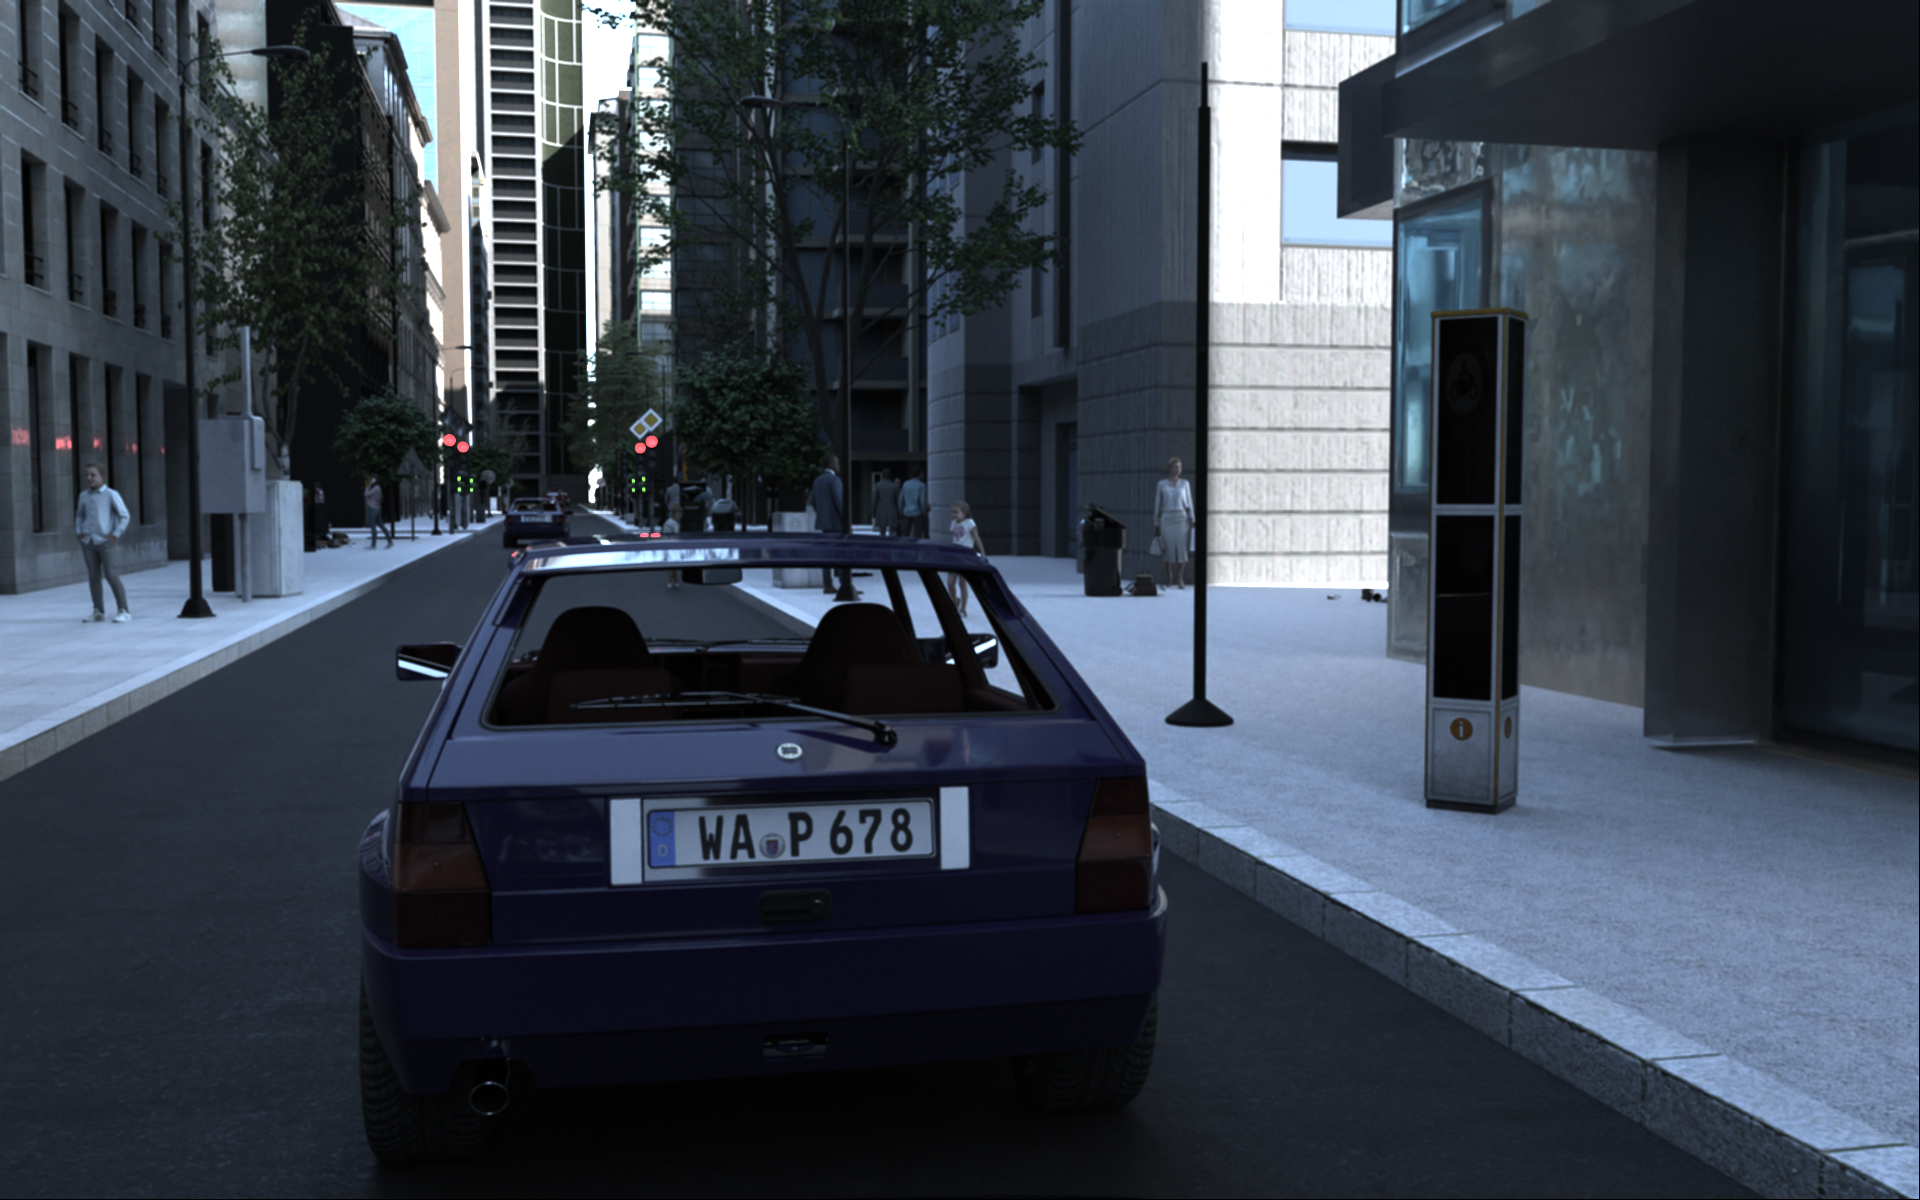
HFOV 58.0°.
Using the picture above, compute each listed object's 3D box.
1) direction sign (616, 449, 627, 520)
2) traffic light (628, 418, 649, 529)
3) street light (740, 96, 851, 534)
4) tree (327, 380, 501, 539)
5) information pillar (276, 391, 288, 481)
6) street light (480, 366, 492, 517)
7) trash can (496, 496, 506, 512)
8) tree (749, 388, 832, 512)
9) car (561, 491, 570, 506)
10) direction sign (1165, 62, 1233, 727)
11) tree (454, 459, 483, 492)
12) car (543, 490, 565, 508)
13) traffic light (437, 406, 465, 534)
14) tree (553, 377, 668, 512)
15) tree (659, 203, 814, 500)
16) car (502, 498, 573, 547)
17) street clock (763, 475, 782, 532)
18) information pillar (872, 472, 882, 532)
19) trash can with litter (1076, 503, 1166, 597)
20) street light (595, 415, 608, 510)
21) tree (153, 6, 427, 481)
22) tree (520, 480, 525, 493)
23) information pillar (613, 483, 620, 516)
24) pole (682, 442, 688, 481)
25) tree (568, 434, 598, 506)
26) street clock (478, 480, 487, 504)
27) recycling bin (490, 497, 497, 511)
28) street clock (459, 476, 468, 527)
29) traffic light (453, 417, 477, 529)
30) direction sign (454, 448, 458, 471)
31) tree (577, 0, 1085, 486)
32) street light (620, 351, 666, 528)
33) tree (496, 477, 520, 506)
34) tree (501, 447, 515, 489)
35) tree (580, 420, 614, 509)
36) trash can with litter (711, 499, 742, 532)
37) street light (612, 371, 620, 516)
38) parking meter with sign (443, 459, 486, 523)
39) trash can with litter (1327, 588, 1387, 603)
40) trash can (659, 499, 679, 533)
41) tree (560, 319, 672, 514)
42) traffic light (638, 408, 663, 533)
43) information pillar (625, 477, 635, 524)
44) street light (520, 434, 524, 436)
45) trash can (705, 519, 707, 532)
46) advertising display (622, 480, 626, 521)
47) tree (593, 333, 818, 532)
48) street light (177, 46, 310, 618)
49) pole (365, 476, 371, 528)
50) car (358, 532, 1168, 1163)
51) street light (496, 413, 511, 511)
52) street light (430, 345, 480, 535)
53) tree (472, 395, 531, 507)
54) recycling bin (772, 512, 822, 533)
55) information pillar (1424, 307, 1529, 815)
[{"bbox_3d":[-17.003,-5.812,87.018,0.379,3.537,0.876,2,4,24],"label":"direction sign"},{"bbox_3d":[-11.889,-4.610,64.287,0.839,4.253,0.868,-1,4,-13],"label":"traffic light"},{"bbox_3d":[-1.884,-2.934,20.509,1.470,5.913,1.316,-1,4,-13],"label":"street light"},{"bbox_3d":[-16.490,-4.053,49.983,4.285,4.588,4.351,0,3,0],"label":"tree"},{"bbox_3d":[-15.179,-2.906,38.862,0.183,3.616,0.504,-3,5,-42],"label":"information pillar"},{"bbox_3d":[-17.839,-5.520,62.785,1.470,5.913,1.316,-1,4,-13],"label":"street light"},{"bbox_3d":[-32.779,-6.858,123.775,0.748,1.137,0.748,0,3,0],"label":"trash can"},{"bbox_3d":[-2.765,-2.270,31.719,1.663,3.219,1.824,0,3,0],"label":"tree"},{"bbox_3d":[-48.332,-12.288,209.578,2.281,1.827,5.304,-1,4,-14],"label":"car"},{"bbox_3d":[1.342,-1.077,9.606,0.379,3.537,0.876,1,4,8],"label":"direction sign"},{"bbox_3d":[-24.101,-5.436,83.480,1.663,3.219,1.824,0,3,0],"label":"tree"},{"bbox_3d":[-41.484,-10.290,176.912,2.281,1.827,5.304,-1,4,-12],"label":"car"},{"bbox_3d":[-16.180,-4.047,55.083,0.839,4.253,0.868,-1,4,-13],"label":"traffic light"},{"bbox_3d":[-24.816,-11.534,122.987,8.767,10.594,7.601,0,4,-3],"label":"tree"},{"bbox_3d":[-5.841,-5.757,44.488,4.360,8.622,3.978,0,3,0],"label":"tree"},{"bbox_3d":[-11.715,-2.166,47.999,1.945,1.354,3.894,-1,4,-12],"label":"car"},{"bbox_3d":[-4.206,-2.100,38.911,0.471,2.002,0.358,3,5,40],"label":"street clock"},{"bbox_3d":[-2.827,-3.334,58.996,0.304,2.012,0.304,-1,4,-9],"label":"information pillar"},{"bbox_3d":[2.031,-0.642,21.885,1.055,1.170,0.624,0,4,-7],"label":"trash can with litter"},{"bbox_3d":[-20.656,-7.884,101.439,1.470,5.913,1.316,-1,4,-13],"label":"street light"},{"bbox_3d":[-10.499,-4.684,26.946,4.737,8.622,4.395,0,3,0],"label":"tree"},{"bbox_3d":[-49.131,-11.945,189.897,1.663,3.219,1.824,0,3,0],"label":"tree"},{"bbox_3d":[-20.469,-6.035,103.166,0.304,2.012,0.304,1,4,9],"label":"information pillar"},{"bbox_3d":[-9.179,-3.913,57.828,0.158,3.312,0.155,0,3,0],"label":"pole"},{"bbox_3d":[-39.589,-14.313,184.374,4.737,8.622,4.395,0,3,0],"label":"tree"},{"bbox_3d":[-24.062,-5.057,87.251,0.471,2.002,0.358,-1,4,-17],"label":"street clock"},{"bbox_3d":[-35.755,-7.383,133.258,0.722,1.027,0.722,1,4,15],"label":"recycling bin"},{"bbox_3d":[-19.506,-3.885,68.095,0.471,2.002,0.358,0,4,6],"label":"street clock"},{"bbox_3d":[-17.985,-4.522,62.862,0.839,4.253,0.868,-1,4,-13],"label":"traffic light"},{"bbox_3d":[-25.025,-5.756,86.102,0.876,3.537,0.379,3,5,43],"label":"direction sign"},{"bbox_3d":[-1.962,-6.165,26.550,9.928,11.665,9.643,0,3,0],"label":"tree"},{"bbox_3d":[-10.186,-5.133,56.473,1.470,5.913,1.316,-1,4,-13],"label":"street light"},{"bbox_3d":[-37.830,-9.076,142.985,1.663,3.219,1.824,0,3,0],"label":"tree"},{"bbox_3d":[-26.275,-6.832,95.423,4.285,4.588,4.351,0,3,0],"label":"tree"},{"bbox_3d":[-34.762,-13.144,165.267,4.360,8.622,3.978,0,3,0],"label":"tree"},{"bbox_3d":[-5.349,-1.693,39.065,0.624,1.170,1.055,1,4,9],"label":"trash can with litter"},{"bbox_3d":[-12.411,-5.708,65.864,1.470,5.913,1.316,-1,4,-13],"label":"street light"},{"bbox_3d":[-21.992,-4.933,76.923,1.738,3.016,0.543,0,4,2],"label":"parking meter with sign"},{"bbox_3d":[5.459,-0.582,20.573,1.678,1.210,2.233,-3,5,-45],"label":"trash can with litter"},{"bbox_3d":[-8.386,-2.368,50.369,0.748,1.137,0.748,0,3,0],"label":"trash can"},{"bbox_3d":[-22.167,-11.932,113.209,7.486,12.596,7.792,0,3,0],"label":"tree"},{"bbox_3d":[-10.084,-4.134,56.508,0.839,4.253,0.868,-1,4,-13],"label":"traffic light"},{"bbox_3d":[-13.999,-4.217,73.444,0.304,2.012,0.304,-2,4,-28],"label":"information pillar"},{"bbox_3d":[-34.455,-9.908,134.540,1.470,5.913,1.316,-1,4,-13],"label":"street light"},{"bbox_3d":[-8.099,-2.548,53.314,0.748,1.137,0.748,0,3,0],"label":"trash can"},{"bbox_3d":[-15.513,-4.679,81.715,0.123,1.923,0.974,3,5,43],"label":"advertising display"},{"bbox_3d":[-4.499,-3.167,35.502,4.285,4.588,4.351,0,3,0],"label":"tree"},{"bbox_3d":[-7.438,-2.781,18.012,1.470,5.913,1.316,-1,4,-13],"label":"street light"},{"bbox_3d":[-22.109,-4.330,64.642,0.158,3.312,0.155,0,3,0],"label":"pole"},{"bbox_3d":[-0.719,0.452,5.188,1.945,1.354,3.894,-1,4,-12],"label":"car"},{"bbox_3d":[-26.369,-7.730,98.928,1.470,5.913,1.316,-1,4,-13],"label":"street light"},{"bbox_3d":[-15.863,-4.992,54.160,1.470,5.913,1.316,-1,4,-13],"label":"street light"},{"bbox_3d":[-34.252,-10.963,129.608,4.360,8.622,3.978,0,3,0],"label":"tree"},{"bbox_3d":[-2.168,-0.692,23.876,0.722,1.027,0.722,-1,4,-18],"label":"recycling bin"},{"bbox_3d":[2.100,-0.157,7.056,0.304,2.012,0.304,2,4,34],"label":"information pillar"}]
